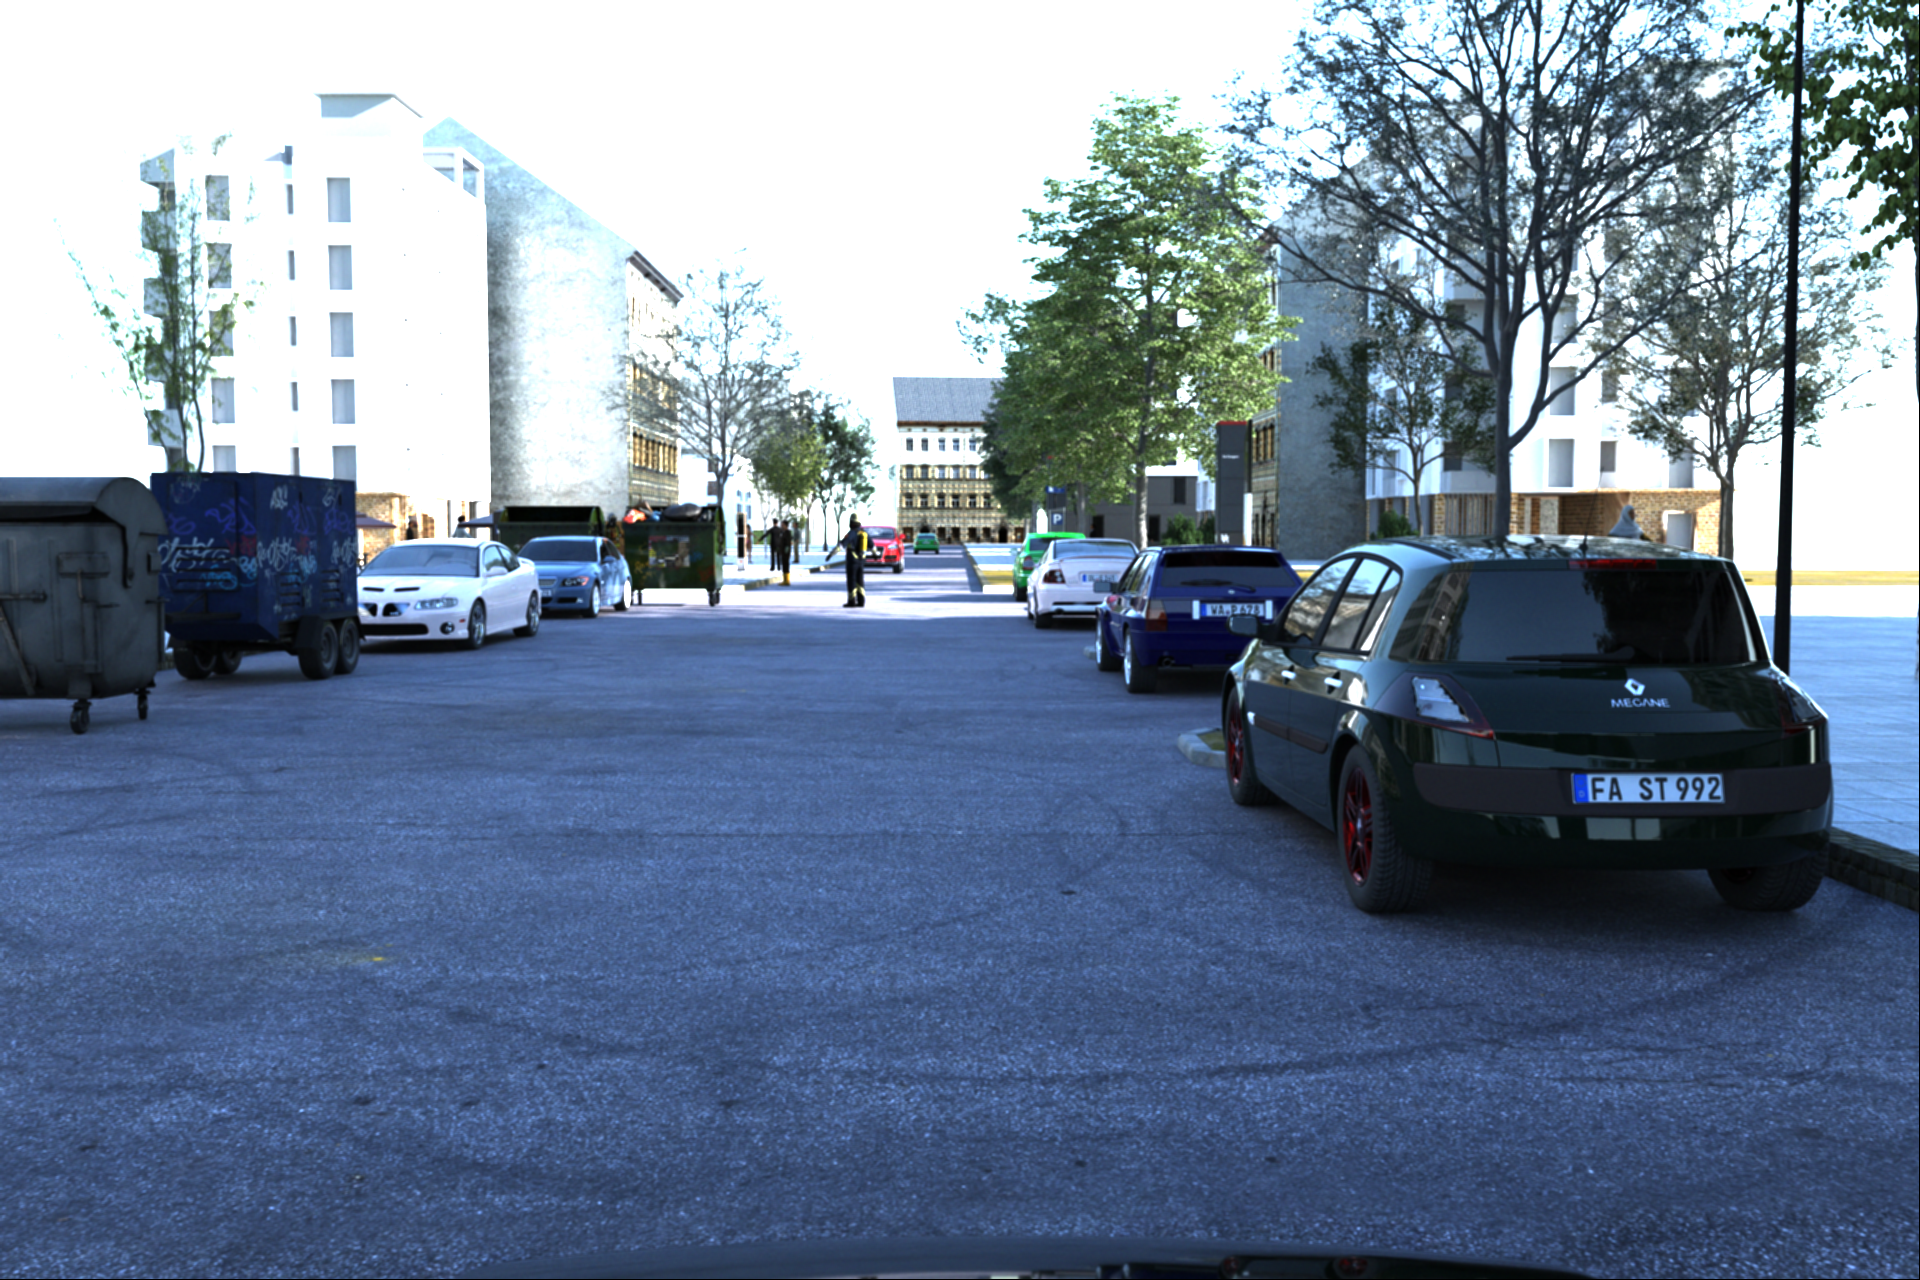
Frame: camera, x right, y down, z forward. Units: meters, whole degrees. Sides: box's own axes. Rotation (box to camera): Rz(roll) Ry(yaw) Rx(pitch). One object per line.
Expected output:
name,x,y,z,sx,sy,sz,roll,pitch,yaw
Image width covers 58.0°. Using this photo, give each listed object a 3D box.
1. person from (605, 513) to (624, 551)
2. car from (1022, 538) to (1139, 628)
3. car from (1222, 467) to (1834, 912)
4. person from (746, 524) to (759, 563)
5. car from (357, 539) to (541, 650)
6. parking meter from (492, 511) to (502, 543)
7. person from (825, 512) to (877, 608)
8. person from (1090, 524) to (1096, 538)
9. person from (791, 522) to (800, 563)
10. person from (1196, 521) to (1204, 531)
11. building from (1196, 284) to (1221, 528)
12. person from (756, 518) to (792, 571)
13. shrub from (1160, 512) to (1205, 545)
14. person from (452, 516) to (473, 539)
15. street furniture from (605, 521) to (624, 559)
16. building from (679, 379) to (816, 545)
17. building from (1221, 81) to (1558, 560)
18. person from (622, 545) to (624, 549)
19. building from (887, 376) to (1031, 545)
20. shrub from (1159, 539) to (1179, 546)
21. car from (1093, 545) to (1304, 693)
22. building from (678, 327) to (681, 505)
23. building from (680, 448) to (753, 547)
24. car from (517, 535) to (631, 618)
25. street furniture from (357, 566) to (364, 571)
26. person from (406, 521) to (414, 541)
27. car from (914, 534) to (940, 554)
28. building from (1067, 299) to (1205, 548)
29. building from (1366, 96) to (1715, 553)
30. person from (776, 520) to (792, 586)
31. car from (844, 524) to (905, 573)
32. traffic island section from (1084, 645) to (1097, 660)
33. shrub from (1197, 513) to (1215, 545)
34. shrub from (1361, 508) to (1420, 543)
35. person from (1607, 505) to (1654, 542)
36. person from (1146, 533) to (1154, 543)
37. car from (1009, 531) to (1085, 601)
person,-9.414,-2.519,46.961,1.354,1.858,0.705,-3,4,-36
car,2.056,-0.937,27.682,2.083,1.381,4.827,0,4,0
car,2.320,0.112,7.962,2.009,1.686,4.222,0,4,-1
person,-9.359,-4.292,76.971,1.217,1.733,0.721,2,4,35
car,-6.884,-0.647,22.935,2.083,1.381,4.827,0,3,0
parking meter,-10.824,-2.152,40.890,0.399,1.863,0.255,0,3,0
person,-2.067,-1.569,33.894,0.705,1.856,1.354,3,5,43
person,5.993,-4.428,79.116,0.721,1.740,1.216,0,4,5
person,-7.264,-4.292,76.448,0.705,1.796,1.348,-1,4,-21
person,9.262,-3.681,66.306,1.348,1.813,0.705,1,4,18
building,22.538,-16.513,126.404,16.016,20.090,11.380,0,4,0
person,-6.418,-3.316,60.157,1.347,1.837,0.705,-2,4,-28
shrub,7.131,-3.150,55.927,1.690,2.028,1.600,0,3,0
person,-14.157,-2.641,49.369,0.705,1.806,1.347,-3,5,-45
street furniture,-14.272,-3.260,60.151,9.812,1.723,11.010,0,4,7
building,-27.455,-21.182,212.785,16.747,18.905,31.486,0,4,0
building,24.808,-16.069,93.656,19.493,23.208,18.063,0,4,0
person,-8.153,-2.375,44.965,1.347,1.817,0.704,2,4,24
building,-0.427,-24.860,239.844,18.063,23.208,19.493,0,4,-6
shrub,5.267,-2.002,43.842,1.383,1.207,1.383,0,3,0
car,2.327,-0.268,16.960,1.945,1.354,3.894,0,4,-1
building,-30.130,-17.644,119.406,19.493,23.208,18.063,0,4,-1
building,-26.327,-14.742,183.177,9.099,9.664,28.070,0,4,1
car,-7.075,-1.168,31.102,2.014,1.417,4.499,0,4,0
street furniture,-16.937,-1.652,42.639,5.734,0.657,10.072,-1,4,-15
person,-22.591,-3.979,71.278,0.704,1.802,1.346,-1,4,-22
car,-2.392,-7.060,124.233,1.959,1.807,4.718,0,4,0
building,22.315,-19.760,167.058,27.936,21.610,32.646,0,4,0
building,24.537,-13.746,81.175,16.016,20.090,11.380,0,3,0
person,-4.886,-2.419,48.153,0.704,1.812,1.346,-1,4,-17
car,-3.163,-3.427,64.712,2.281,1.827,5.304,0,4,0
traffic island section,2.472,0.155,20.326,1.991,0.108,1.994,0,4,-1
shrub,9.064,-3.506,61.746,1.690,2.028,1.600,0,3,0
shrub,12.131,-2.706,48.657,1.690,2.028,1.600,0,3,0
person,10.577,-1.254,27.274,1.217,1.736,0.721,-1,4,-20
person,7.997,-4.223,75.229,0.705,1.806,1.347,-1,4,-21
car,2.076,-1.802,38.256,1.959,1.807,4.718,0,4,0
